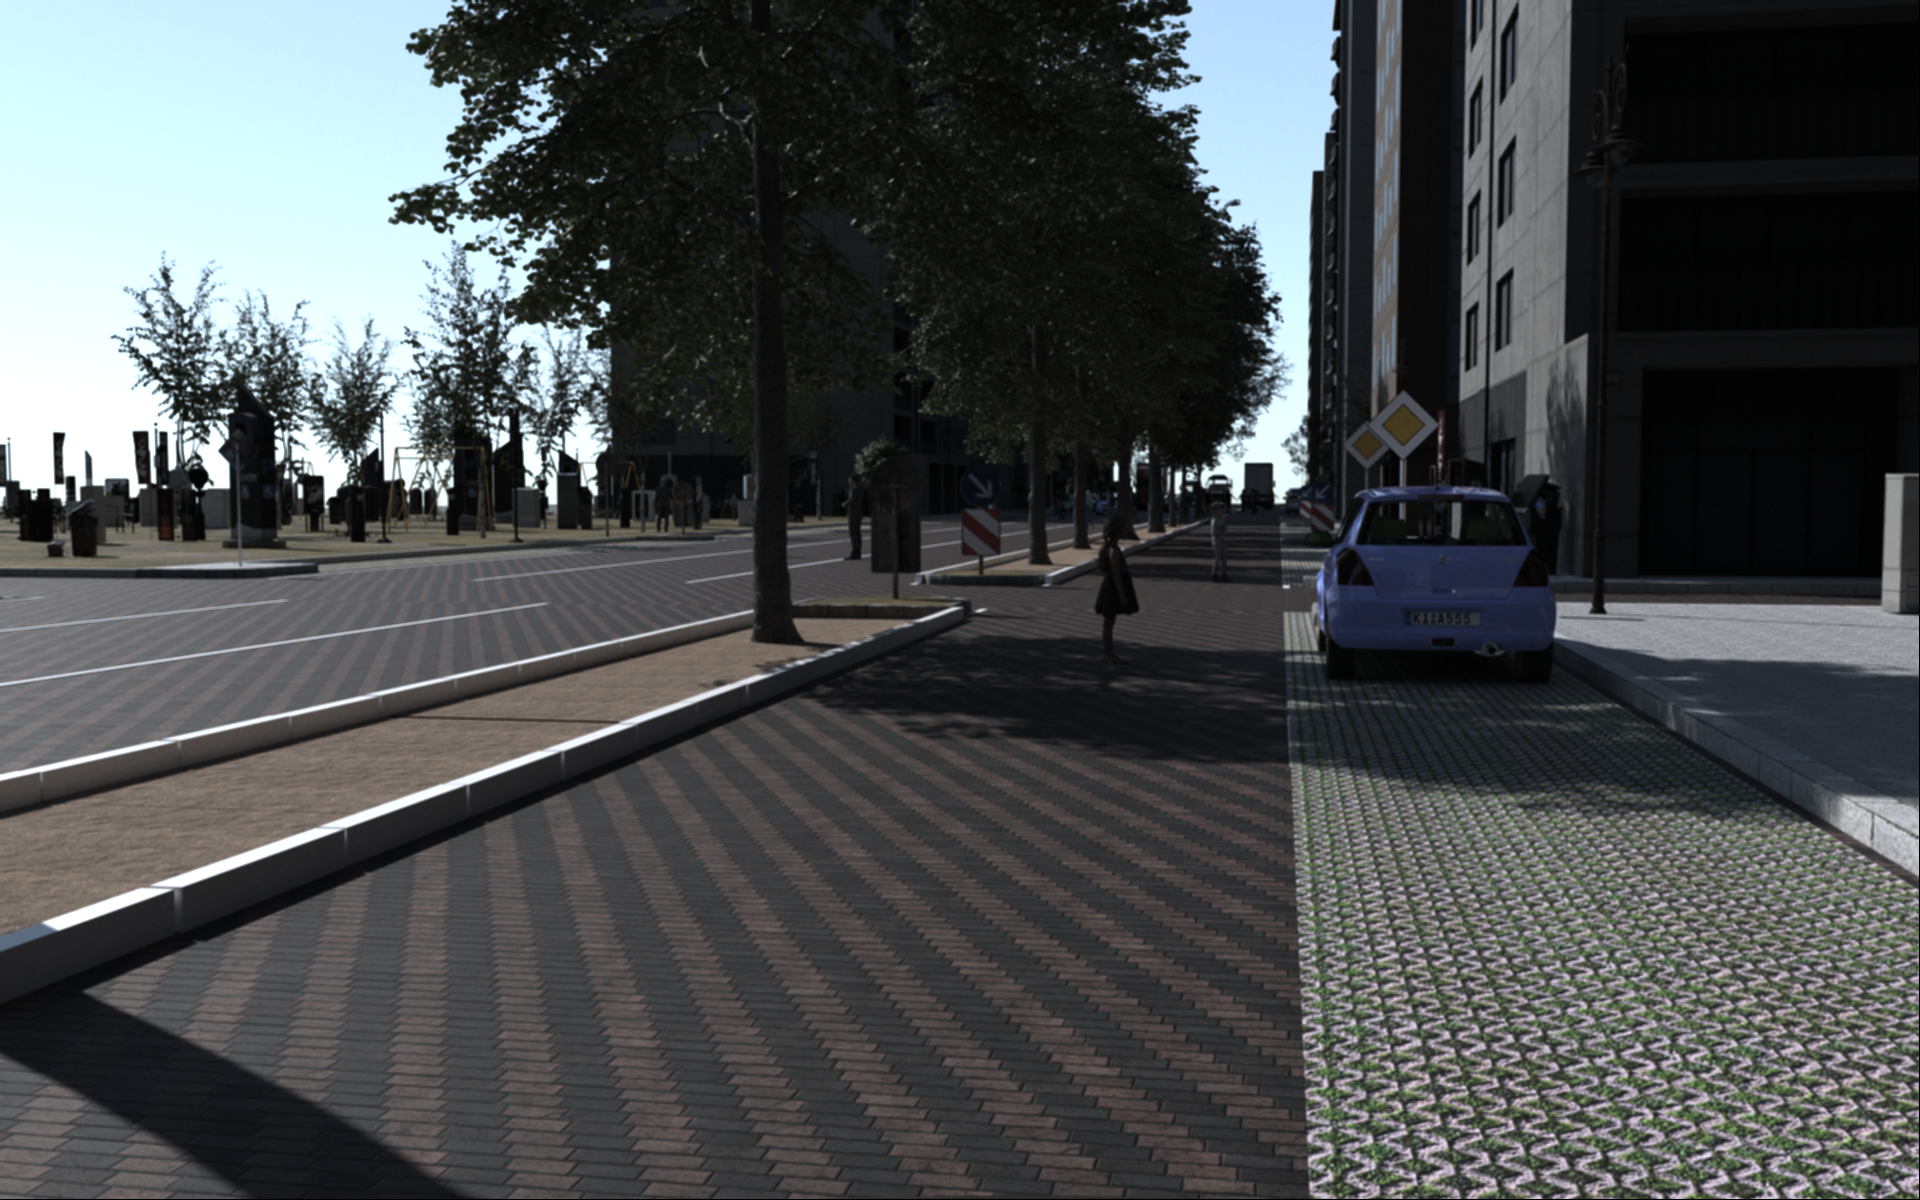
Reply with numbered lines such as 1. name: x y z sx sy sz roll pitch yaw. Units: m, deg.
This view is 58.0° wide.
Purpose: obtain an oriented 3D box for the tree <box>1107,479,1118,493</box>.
1. tree: 19.891 -13.824 220.629 1.663 3.219 1.824 0 3 0

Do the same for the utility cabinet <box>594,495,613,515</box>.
1. utility cabinet: -19.592 -5.138 95.175 1.020 1.237 0.306 1 4 10

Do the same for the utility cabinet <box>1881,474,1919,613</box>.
1. utility cabinet: 10.558 -0.607 18.606 1.173 1.500 0.318 -1 4 -9

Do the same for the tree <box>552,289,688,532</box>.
1. tree: -10.985 -6.647 59.043 4.360 8.622 3.978 0 3 0

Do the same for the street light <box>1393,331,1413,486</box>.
1. street light: 12.586 -4.682 49.342 0.468 5.910 1.993 1 4 10

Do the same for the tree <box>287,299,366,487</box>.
1. tree: -24.430 -6.802 61.583 4.737 8.622 4.395 0 3 0

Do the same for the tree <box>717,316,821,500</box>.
1. tree: -7.892 -7.317 70.000 4.737 8.622 4.395 0 3 0

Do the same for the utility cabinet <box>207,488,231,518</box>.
1. utility cabinet: -28.975 -3.635 68.117 1.173 1.500 0.318 1 4 14

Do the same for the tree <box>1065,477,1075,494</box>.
1. tree: 11.346 -11.233 178.262 1.663 3.219 1.824 0 3 0

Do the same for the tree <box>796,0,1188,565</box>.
1. tree: 1.619 -6.955 34.297 7.486 12.596 7.792 0 3 0

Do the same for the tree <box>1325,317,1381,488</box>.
1. tree: 17.040 -7.322 70.080 4.360 8.622 3.978 0 3 0

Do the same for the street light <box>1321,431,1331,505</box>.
1. street light: 26.386 -9.271 124.362 0.468 5.910 1.993 1 4 10

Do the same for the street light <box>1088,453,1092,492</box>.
1. street light: 14.183 -13.184 188.343 0.468 5.910 1.993 1 4 10

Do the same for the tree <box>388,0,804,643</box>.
1. tree: -1.778 -5.832 15.940 7.486 12.596 7.792 0 3 0

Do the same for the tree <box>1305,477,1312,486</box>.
1. tree: 35.241 -10.800 171.179 1.663 3.219 1.824 0 3 0

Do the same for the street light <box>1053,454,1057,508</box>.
1. street light: 8.518 -11.269 157.031 0.468 5.910 1.993 1 4 10

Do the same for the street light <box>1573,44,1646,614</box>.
1. street light: 6.851 -2.791 18.422 0.468 5.910 1.993 1 4 10

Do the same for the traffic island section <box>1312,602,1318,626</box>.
1. traffic island section: 4.969 0.178 19.369 2.009 0.180 2.903 1 4 10

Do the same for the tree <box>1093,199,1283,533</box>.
1. tree: 7.248 -9.441 63.472 9.857 13.997 8.962 0 3 0

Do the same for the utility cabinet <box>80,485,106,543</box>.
1. utility cabinet: -22.236 -2.185 44.401 0.318 1.500 1.173 -1 4 -13

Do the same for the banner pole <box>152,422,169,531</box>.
1. banner pole: -28.001 -4.325 60.738 0.401 3.779 0.863 1 4 12

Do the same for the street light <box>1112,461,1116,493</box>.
1. street light: 18.900 -14.720 213.454 0.468 5.910 1.993 1 4 10

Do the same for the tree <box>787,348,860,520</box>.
1. tree: -7.112 -8.364 87.121 4.360 8.622 3.978 0 3 0

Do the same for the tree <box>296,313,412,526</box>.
1. tree: -24.269 -7.285 69.466 4.360 8.622 3.978 0 3 0

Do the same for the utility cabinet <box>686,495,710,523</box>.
1. utility cabinet: -11.820 -4.094 78.101 1.020 1.237 0.306 1 4 13

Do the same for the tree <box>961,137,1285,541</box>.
1. tree: 5.065 -8.174 53.104 9.611 12.733 9.660 0 3 0

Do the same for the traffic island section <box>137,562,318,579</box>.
1. traffic island section: -12.802 -0.518 30.756 2.009 0.180 2.903 1 4 10

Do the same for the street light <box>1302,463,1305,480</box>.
1. street light: 46.139 -15.798 231.083 0.468 5.910 1.993 1 4 10

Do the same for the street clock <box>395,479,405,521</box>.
1. street clock: -26.550 -4.746 82.160 0.358 2.002 0.471 1 4 21

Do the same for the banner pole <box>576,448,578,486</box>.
1. banner pole: -20.894 -6.392 94.521 0.401 3.779 0.863 0 4 -7

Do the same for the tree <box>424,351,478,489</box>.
1. tree: -24.829 -8.325 86.472 4.360 8.622 3.978 0 3 0

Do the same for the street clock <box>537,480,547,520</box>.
1. street clock: -20.905 -5.022 86.680 0.471 2.002 0.358 0 4 -3

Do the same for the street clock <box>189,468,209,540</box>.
1. street clock: -21.200 -2.674 48.287 0.471 2.002 0.358 1 4 13

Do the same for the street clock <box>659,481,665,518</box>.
1. street clock: -15.816 -5.358 92.177 0.358 2.002 0.471 -2 4 -34

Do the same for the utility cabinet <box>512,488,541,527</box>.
1. utility cabinet: -16.508 -3.499 65.896 1.173 1.500 0.318 2 4 31

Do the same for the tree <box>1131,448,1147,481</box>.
1. tree: 26.825 -18.891 259.234 4.737 8.622 4.395 0 3 0

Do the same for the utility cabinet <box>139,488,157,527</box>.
1. utility cabinet: -31.451 -3.616 67.798 1.173 1.500 0.318 -2 4 -31

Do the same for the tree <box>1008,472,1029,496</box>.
1. tree: 4.862 -8.738 137.460 1.663 3.219 1.824 0 3 0

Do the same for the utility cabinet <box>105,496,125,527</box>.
1. utility cabinet: -33.326 -3.468 67.863 1.020 1.237 0.306 -3 4 -36

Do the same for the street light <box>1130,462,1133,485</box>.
1. street light: 23.506 -16.257 238.585 0.468 5.910 1.993 1 4 10

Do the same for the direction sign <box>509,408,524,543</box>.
1. direction sign: -11.764 -3.292 45.821 0.379 3.537 0.876 0 4 1

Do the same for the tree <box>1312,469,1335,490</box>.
1. tree: 27.579 -8.207 128.779 1.663 3.219 1.824 0 3 0

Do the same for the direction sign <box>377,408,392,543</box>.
1. direction sign: -15.270 -3.292 45.824 0.379 3.537 0.876 -1 4 -18

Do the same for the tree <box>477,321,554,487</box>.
1. tree: -16.054 -7.236 68.667 4.360 8.622 3.978 0 3 0

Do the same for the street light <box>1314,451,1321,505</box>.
1. street light: 31.232 -10.864 150.406 0.468 5.910 1.993 1 4 10

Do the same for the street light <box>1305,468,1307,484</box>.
1. street light: 41.385 -14.204 205.014 0.468 5.910 1.993 1 4 10

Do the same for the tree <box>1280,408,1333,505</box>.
1. tree: 38.862 -15.424 186.590 8.767 10.594 7.601 0 4 4

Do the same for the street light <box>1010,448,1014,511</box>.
1. street light: 3.857 -9.732 131.910 0.468 5.910 1.993 1 4 10

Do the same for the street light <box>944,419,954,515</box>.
1. street light: -0.702 -8.178 106.490 0.468 5.910 1.993 1 4 10

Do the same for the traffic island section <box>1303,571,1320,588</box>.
1. traffic island section: 6.416 -0.302 27.222 2.009 0.180 2.903 1 4 10

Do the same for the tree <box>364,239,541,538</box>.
1. tree: -13.875 -6.089 49.910 4.737 8.622 4.395 0 3 0

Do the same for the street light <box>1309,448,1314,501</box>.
1. street light: 35.797 -12.405 175.607 0.468 5.910 1.993 1 4 10

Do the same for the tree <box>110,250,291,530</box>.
1. tree: -23.727 -6.304 53.427 4.737 8.622 4.395 0 3 0

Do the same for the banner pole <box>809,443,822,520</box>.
1. banner pole: -6.997 -5.772 84.383 0.863 3.779 0.401 1 4 21

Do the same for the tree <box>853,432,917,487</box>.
1. tree: -3.968 -6.598 91.587 4.285 4.588 4.351 0 3 0

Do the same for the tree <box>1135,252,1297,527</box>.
1. tree: 11.283 -10.654 87.016 12.009 13.543 11.850 0 3 0

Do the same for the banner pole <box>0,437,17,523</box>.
1. banner pole: -42.167 -5.291 76.526 0.863 3.779 0.401 1 4 12
